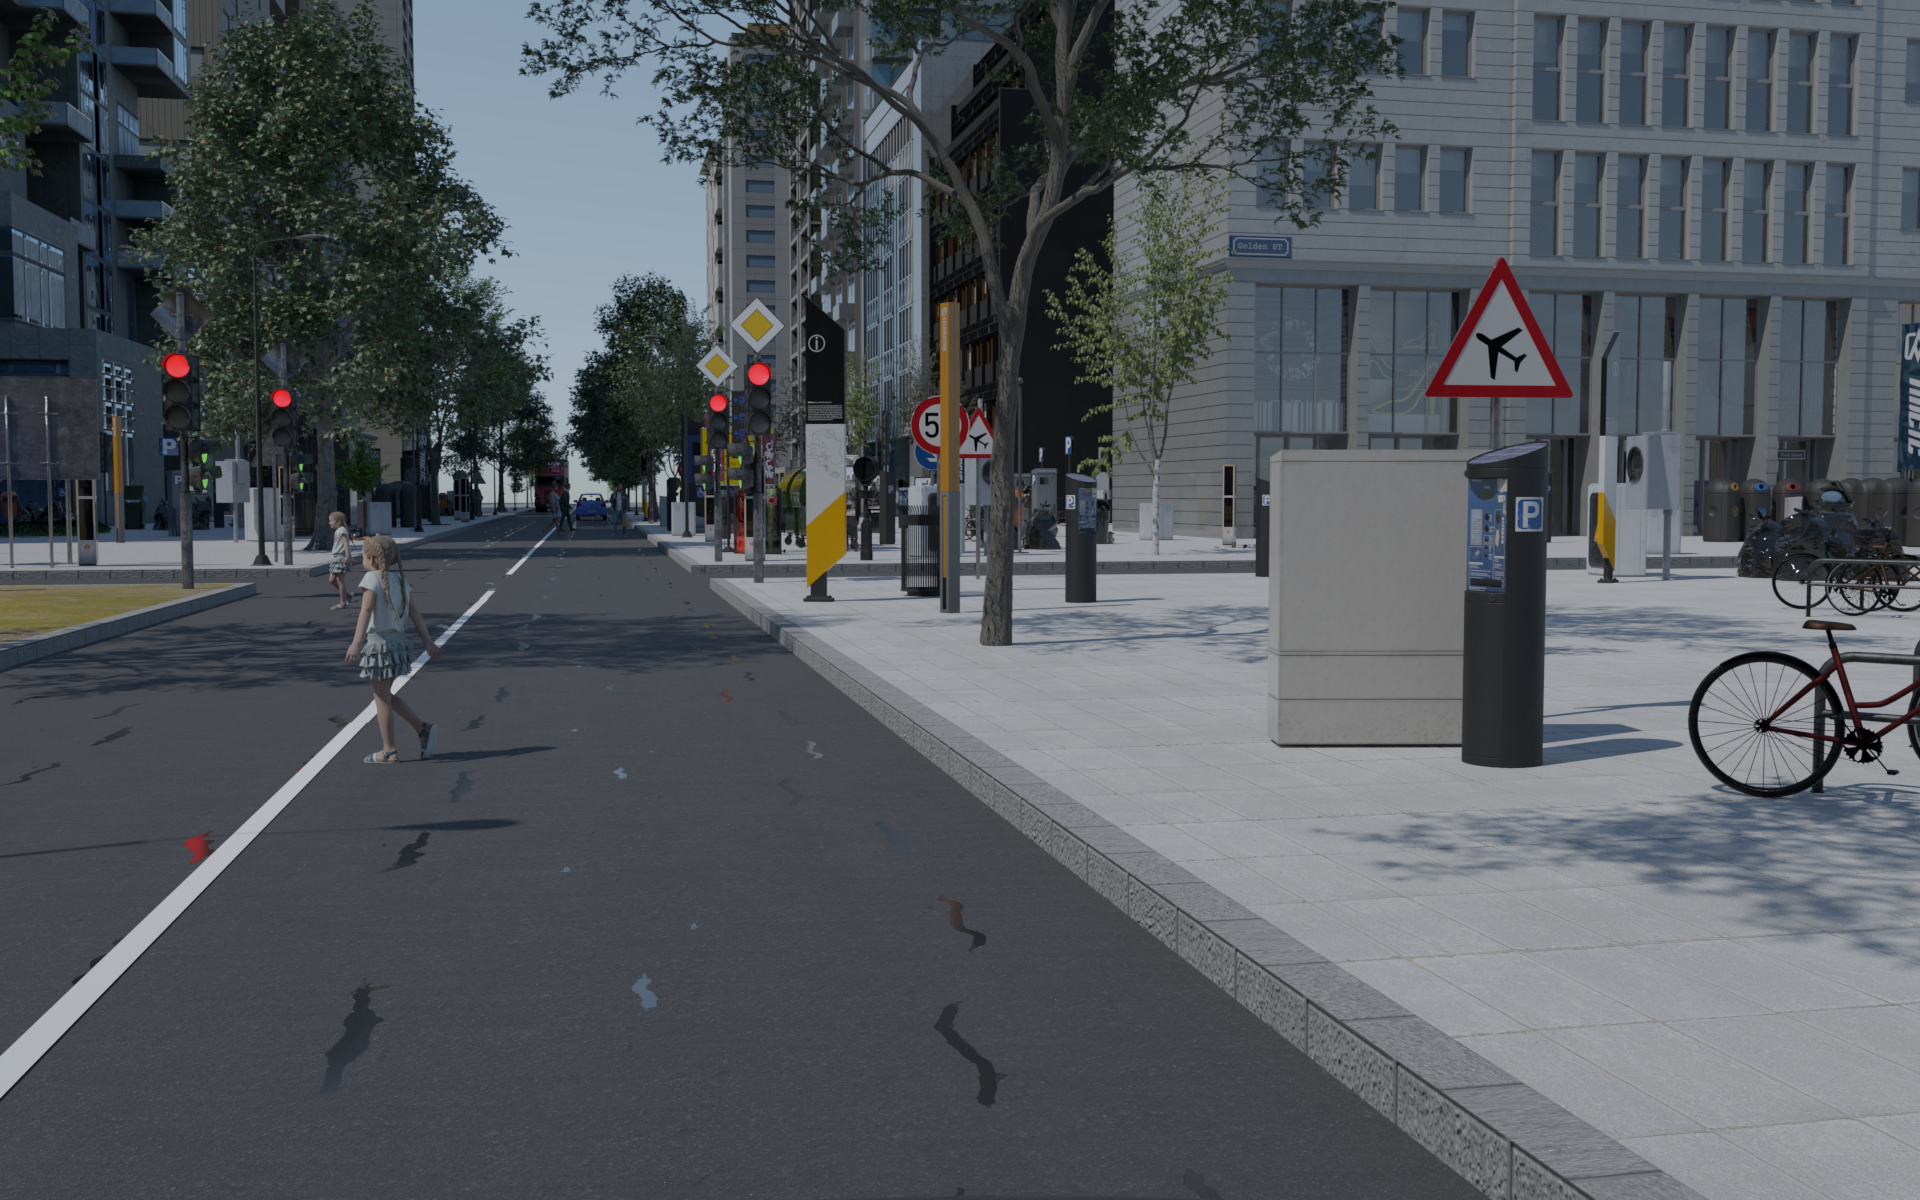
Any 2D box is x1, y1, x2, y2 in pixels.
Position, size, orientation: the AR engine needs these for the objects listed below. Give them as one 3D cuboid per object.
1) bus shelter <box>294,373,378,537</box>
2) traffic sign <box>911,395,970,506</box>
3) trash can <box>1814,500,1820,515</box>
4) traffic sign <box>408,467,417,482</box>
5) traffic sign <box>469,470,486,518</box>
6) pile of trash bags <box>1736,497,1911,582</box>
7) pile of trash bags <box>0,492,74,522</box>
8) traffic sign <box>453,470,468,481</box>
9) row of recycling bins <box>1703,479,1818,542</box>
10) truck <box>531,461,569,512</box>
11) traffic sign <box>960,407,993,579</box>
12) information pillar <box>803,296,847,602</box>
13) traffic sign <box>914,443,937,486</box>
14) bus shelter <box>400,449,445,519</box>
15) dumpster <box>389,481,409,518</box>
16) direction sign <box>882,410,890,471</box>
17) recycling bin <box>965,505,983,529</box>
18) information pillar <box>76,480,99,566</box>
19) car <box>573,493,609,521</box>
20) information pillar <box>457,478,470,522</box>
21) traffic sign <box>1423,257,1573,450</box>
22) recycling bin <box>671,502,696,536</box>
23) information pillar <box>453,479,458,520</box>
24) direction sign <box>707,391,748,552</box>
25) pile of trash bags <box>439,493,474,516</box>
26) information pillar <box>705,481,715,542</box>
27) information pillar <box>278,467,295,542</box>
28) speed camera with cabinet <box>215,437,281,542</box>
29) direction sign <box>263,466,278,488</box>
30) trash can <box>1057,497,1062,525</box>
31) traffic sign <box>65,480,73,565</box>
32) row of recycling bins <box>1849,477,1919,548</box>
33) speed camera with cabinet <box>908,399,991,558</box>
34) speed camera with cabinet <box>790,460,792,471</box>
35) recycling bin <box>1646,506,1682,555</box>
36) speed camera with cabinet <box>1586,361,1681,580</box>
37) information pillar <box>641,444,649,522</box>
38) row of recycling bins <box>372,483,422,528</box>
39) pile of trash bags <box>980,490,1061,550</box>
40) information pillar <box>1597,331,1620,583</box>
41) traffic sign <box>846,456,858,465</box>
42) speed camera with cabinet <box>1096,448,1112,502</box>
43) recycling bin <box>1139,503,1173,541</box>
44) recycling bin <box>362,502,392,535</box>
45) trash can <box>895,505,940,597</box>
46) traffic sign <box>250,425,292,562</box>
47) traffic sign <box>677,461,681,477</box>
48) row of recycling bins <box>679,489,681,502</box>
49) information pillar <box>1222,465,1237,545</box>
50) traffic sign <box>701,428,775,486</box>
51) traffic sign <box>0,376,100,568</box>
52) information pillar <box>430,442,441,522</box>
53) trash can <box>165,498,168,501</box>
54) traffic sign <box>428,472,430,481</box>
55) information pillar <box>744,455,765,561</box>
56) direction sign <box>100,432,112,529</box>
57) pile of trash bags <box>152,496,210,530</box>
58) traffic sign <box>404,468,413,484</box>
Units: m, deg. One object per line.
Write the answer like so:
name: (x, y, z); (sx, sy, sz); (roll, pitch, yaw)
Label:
bus shelter: (-20.619, -4.817, 56.396); (2.179, 5.291, 8.768); (-1, 4, -12)
traffic sign: (-0.260, -1.368, 22.470); (0.768, 2.556, 0.104); (0, 4, -5)
trash can: (21.611, -1.920, 43.040); (0.748, 1.137, 0.748); (0, 3, 0)
traffic sign: (-24.723, -4.834, 79.043); (0.884, 2.594, 0.081); (0, 4, -7)
traffic sign: (-25.496, -5.602, 91.602); (0.884, 2.594, 0.081); (-1, 4, -11)
pile of trash bags: (13.690, -1.000, 26.099); (3.447, 1.369, 1.912); (0, 4, 7)
pile of trash bags: (-33.083, -3.179, 61.731); (1.912, 1.369, 3.447); (0, 4, -1)
traffic sign: (-26.268, -5.561, 91.026); (0.768, 2.556, 0.104); (0, 4, -8)
row of recycling bins: (21.707, -2.403, 46.407); (3.534, 1.692, 1.069); (0, 4, -1)
truck: (-33.071, -9.261, 140.336); (2.839, 4.237, 11.283); (-1, 4, -11)
traffic sign: (0.271, -1.589, 25.980); (0.884, 2.594, 0.081); (-1, 4, -10)
information pillar: (-1.602, -1.785, 20.538); (0.504, 3.616, 0.183); (1, 4, 9)
traffic sign: (-0.584, -2.225, 36.491); (0.768, 2.556, 0.104); (0, 4, -7)
bus shelter: (-27.985, -6.063, 90.418); (1.731, 3.624, 6.357); (-1, 4, -12)
dumpster: (-24.894, -4.366, 77.148); (1.264, 1.857, 1.865); (-1, 4, -12)
direction sign: (-2.019, -3.378, 47.233); (0.379, 3.537, 0.876); (1, 4, 11)
recycling bin: (0.531, -3.091, 63.085); (0.722, 1.027, 0.722); (0, 4, -1)
information pillar: (-15.650, -1.624, 31.041); (0.304, 2.012, 0.304); (-1, 4, -21)
car: (-20.272, -5.238, 95.229); (1.945, 1.707, 3.694); (-1, 4, -12)
information pillar: (-22.550, -4.551, 78.905); (0.304, 2.012, 0.304); (1, 4, 12)
traffic sign: (2.970, -0.589, 9.627); (0.884, 2.594, 0.081); (-1, 4, -11)
recycling bin: (-8.514, -2.495, 53.344); (0.722, 1.027, 0.722); (-1, 4, -9)
information pillar: (-24.628, -4.923, 84.975); (0.304, 2.012, 0.304); (0, 4, 7)
direction sign: (-5.104, -2.820, 38.101); (0.876, 3.537, 0.379); (0, 4, -1)
pile of trash bags: (-29.612, -5.572, 100.853); (1.912, 1.369, 3.447); (0, 4, 2)
information pillar: (-6.693, -2.566, 46.439); (0.304, 2.012, 0.304); (0, 4, -8)
information pillar: (-18.111, -2.575, 46.592); (0.304, 2.012, 0.304); (0, 4, -4)
speed camera with cabinet: (-19.125, -3.201, 46.666); (0.660, 3.252, 2.038); (1, 4, 17)
direction sign: (-33.364, -5.613, 83.770); (0.876, 3.537, 0.379); (1, 4, 17)
trash can: (3.957, -3.723, 72.530); (0.748, 1.137, 0.748); (0, 3, 0)
traffic sign: (-16.184, -1.915, 31.420); (0.768, 2.556, 0.104); (0, 4, -5)
row of recycling bins: (23.018, -2.199, 43.070); (1.069, 1.692, 3.534); (-1, 4, -9)
speed camera with cabinet: (-0.055, -2.519, 35.521); (2.038, 3.252, 0.660); (-2, 4, -33)
speed camera with cabinet: (-9.236, -6.434, 99.525); (0.660, 3.252, 2.038); (-2, 4, -31)
recycling bin: (14.961, -1.497, 37.027); (0.722, 1.027, 0.722); (1, 4, 9)
speed camera with cabinet: (10.320, -1.972, 26.581); (0.660, 3.252, 2.038); (0, 4, -3)
information pillar: (-14.718, -5.471, 80.813); (0.183, 3.616, 0.504); (-2, 4, -33)
row of recycling bins: (-22.411, -3.628, 66.434); (3.534, 1.692, 1.069); (0, 4, 3)
pile of trash bags: (1.378, -1.925, 41.232); (1.912, 1.369, 3.447); (0, 4, -1)
information pillar: (9.310, -2.049, 24.856); (0.183, 3.616, 0.504); (3, 5, 41)
traffic sign: (-2.983, -2.662, 45.650); (0.606, 2.300, 0.079); (0, 4, -3)
speed camera with cabinet: (5.954, -4.804, 72.880); (0.660, 3.252, 2.038); (1, 4, 14)
recycling bin: (5.463, -2.179, 48.185); (0.722, 1.027, 0.722); (-1, 4, -21)
recycling bin: (-18.297, -2.551, 54.266); (0.722, 1.027, 0.722); (-3, 5, -43)
trash can: (-0.445, -0.625, 21.869); (0.748, 1.137, 0.748); (0, 3, 0)
traffic sign: (-12.853, -1.987, 32.489); (0.884, 2.594, 0.081); (0, 4, -4)
traffic sign: (-9.681, -3.771, 61.770); (0.768, 2.556, 0.104); (0, 4, -5)
row of recycling bins: (-15.809, -5.928, 104.042); (1.069, 1.692, 3.534); (1, 4, 16)
information pillar: (6.742, -2.374, 43.308); (0.304, 2.012, 0.304); (1, 4, 20)
traffic sign: (-6.818, -3.632, 53.256); (2.265, 3.308, 0.079); (0, 4, -7)
traffic sign: (-16.103, -2.207, 29.956); (2.265, 3.308, 0.079); (-1, 4, -10)
information pillar: (-23.651, -5.298, 77.971); (0.183, 3.616, 0.504); (1, 4, 21)
trash can: (-25.517, -2.745, 56.539); (0.748, 1.137, 0.748); (0, 3, 0)
traffic sign: (-24.819, -4.830, 81.101); (0.606, 2.300, 0.079); (-1, 4, -9)
information pillar: (-3.918, -1.748, 33.070); (0.304, 2.012, 0.304); (1, 4, 19)
direction sign: (-31.367, -4.375, 63.528); (0.379, 3.537, 0.876); (-1, 4, -12)
pile of trash bags: (-27.688, -3.168, 61.553); (1.912, 1.369, 3.447); (-2, 4, -25)
traffic sign: (-26.740, -5.167, 84.584); (0.768, 2.556, 0.104); (0, 4, -5)
